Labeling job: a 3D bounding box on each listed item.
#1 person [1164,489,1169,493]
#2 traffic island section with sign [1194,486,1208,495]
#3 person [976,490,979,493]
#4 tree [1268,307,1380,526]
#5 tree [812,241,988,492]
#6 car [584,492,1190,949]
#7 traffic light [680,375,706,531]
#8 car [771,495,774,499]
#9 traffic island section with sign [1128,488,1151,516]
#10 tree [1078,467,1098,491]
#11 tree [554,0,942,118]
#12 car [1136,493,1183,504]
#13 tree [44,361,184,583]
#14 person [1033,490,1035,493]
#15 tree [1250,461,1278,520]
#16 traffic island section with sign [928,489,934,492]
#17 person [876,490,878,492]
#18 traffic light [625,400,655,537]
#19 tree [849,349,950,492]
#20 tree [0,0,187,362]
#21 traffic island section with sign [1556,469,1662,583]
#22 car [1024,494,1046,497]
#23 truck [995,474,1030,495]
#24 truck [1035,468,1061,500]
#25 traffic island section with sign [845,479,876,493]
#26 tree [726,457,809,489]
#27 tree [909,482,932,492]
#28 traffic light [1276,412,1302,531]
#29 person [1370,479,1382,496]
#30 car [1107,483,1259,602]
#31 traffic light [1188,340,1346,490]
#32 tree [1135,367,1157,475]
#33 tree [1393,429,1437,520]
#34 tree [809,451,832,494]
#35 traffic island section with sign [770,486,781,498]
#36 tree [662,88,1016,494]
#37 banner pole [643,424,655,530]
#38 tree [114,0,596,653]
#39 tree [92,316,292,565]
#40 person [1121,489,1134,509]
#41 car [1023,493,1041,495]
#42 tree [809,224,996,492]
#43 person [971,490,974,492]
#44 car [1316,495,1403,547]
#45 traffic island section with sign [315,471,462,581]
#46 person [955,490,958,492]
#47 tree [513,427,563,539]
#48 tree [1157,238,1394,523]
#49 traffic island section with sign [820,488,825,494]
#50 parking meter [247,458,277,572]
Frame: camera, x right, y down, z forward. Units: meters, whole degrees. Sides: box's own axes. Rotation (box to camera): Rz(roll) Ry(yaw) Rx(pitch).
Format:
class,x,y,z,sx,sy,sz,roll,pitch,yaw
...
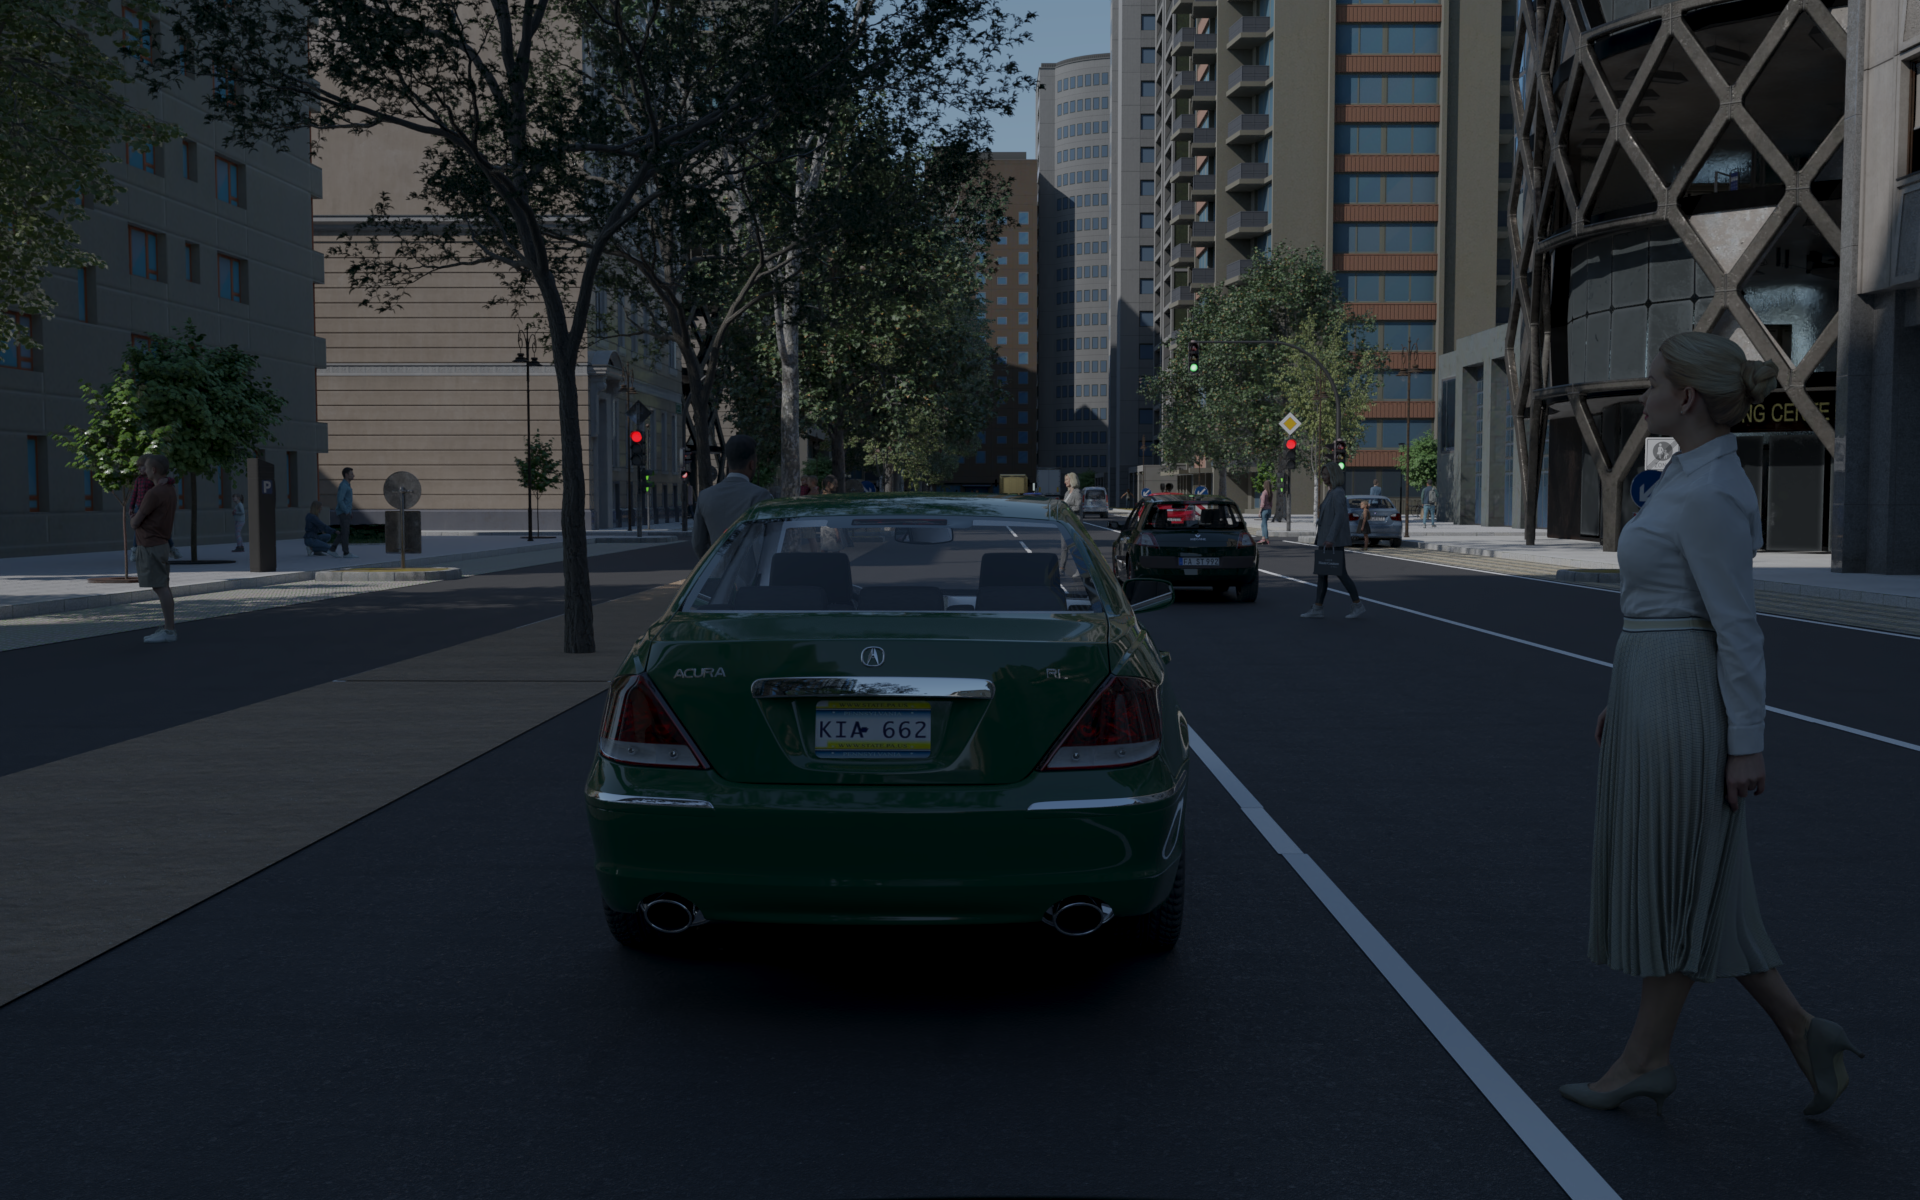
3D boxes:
class,x,y,z,sx,sy,sz,roll,pitch,yaw
person,16.356,-7.984,137.400,1.217,1.723,0.721,0,4,6
traffic island section with sign,11.608,-4.658,84.787,1.989,1.847,2.006,0,4,1
person,1.359,-8.273,144.490,1.217,1.743,0.721,3,5,39
tree,14.473,-7.260,69.056,4.737,8.622,4.395,0,3,0
tree,-2.824,-8.931,66.605,7.486,12.596,7.792,0,3,0
car,-0.159,0.299,6.904,2.131,1.459,4.920,0,4,2
traffic light,-7.385,-5.199,59.670,4.771,5.953,1.251,0,4,1
car,-9.174,-4.174,77.844,1.945,1.707,3.694,0,4,2
traffic island section with sign,11.911,-6.347,112.397,1.989,1.847,2.006,0,4,1
tree,15.870,-13.985,212.364,4.285,4.588,4.351,0,3,0
tree,-4.573,-10.788,34.735,12.611,20.169,13.585,0,3,0
car,7.756,-3.441,65.303,2.155,1.783,4.494,0,4,0
tree,-12.077,-1.870,25.181,1.663,3.219,1.824,0,3,0
person,8.651,-11.926,203.113,1.348,1.869,0.705,-1,4,-13
tree,14.763,-5.492,84.403,1.663,3.219,1.824,0,3,0
traffic island section with sign,-2.357,-7.730,134.514,2.006,1.907,1.989,0,4,1
person,-9.984,-12.321,207.576,1.350,1.814,0.705,1,4,19
traffic light,-9.566,-3.838,51.673,0.839,4.253,0.868,0,4,1
tree,-2.694,-6.587,60.524,4.737,8.622,4.395,0,3,0
tree,-12.343,-6.183,19.224,7.486,12.596,7.792,0,3,0
traffic island section with sign,10.989,-1.220,28.570,1.989,1.847,2.006,0,4,1
car,3.717,-4.788,88.063,2.009,1.686,4.222,0,4,1
truck,5.125,-10.506,167.689,3.469,3.379,9.791,0,4,1
truck,9.619,-12.196,188.309,2.839,4.237,11.283,0,4,3
traffic island section with sign,-3.171,-3.134,59.380,2.006,1.907,1.989,0,4,1
tree,-12.039,-7.189,101.253,4.285,4.588,4.351,0,3,0
tree,-2.195,-10.745,128.494,4.360,8.622,3.978,0,3,0
traffic light,11.282,-4.314,59.447,0.839,4.253,0.868,0,4,1
person,15.349,-3.537,63.893,0.581,1.822,0.654,0,4,-1
car,3.114,-0.894,24.405,2.009,1.686,4.222,0,4,1
traffic light,9.102,-4.690,51.344,4.771,5.953,1.251,0,4,1
tree,14.047,-10.699,91.942,9.611,12.733,9.660,0,3,0
tree,23.406,-6.306,86.819,4.285,4.588,4.351,0,3,0
tree,-10.680,-9.146,133.251,4.285,4.588,4.351,0,3,0
traffic island section with sign,-8.919,-4.634,84.392,1.989,1.847,2.006,0,4,1
tree,-3.280,-7.765,46.423,9.611,12.733,9.660,0,3,0
banner pole,-11.150,-4.410,62.126,0.401,3.779,0.863,0,4,-3
tree,-3.396,-4.816,15.618,8.767,10.594,7.601,0,4,1
tree,-14.161,-2.951,31.955,4.285,4.588,4.351,0,3,0
person,14.343,-8.641,148.036,1.217,1.735,0.721,-1,4,-14
car,4.319,-5.723,103.166,1.945,1.707,3.694,0,4,1
tree,-2.937,-10.166,75.319,9.857,13.997,8.962,0,3,0
person,1.148,-9.424,162.565,0.705,1.826,1.348,0,4,4
car,10.978,-2.183,47.699,2.014,1.417,4.499,0,4,2
traffic island section with sign,-9.528,-1.256,29.170,1.989,1.847,2.006,0,4,1
person,-0.281,-9.063,156.692,1.348,1.823,0.705,2,4,34
tree,-12.119,-3.402,50.232,1.663,3.219,1.824,0,3,0
tree,14.502,-9.827,77.683,9.611,12.733,9.660,0,3,0
traffic island section with sign,-8.628,-6.282,111.345,1.989,1.847,2.006,0,4,1
parking meter,-11.478,-1.394,28.497,0.255,1.863,0.399,1,4,22
